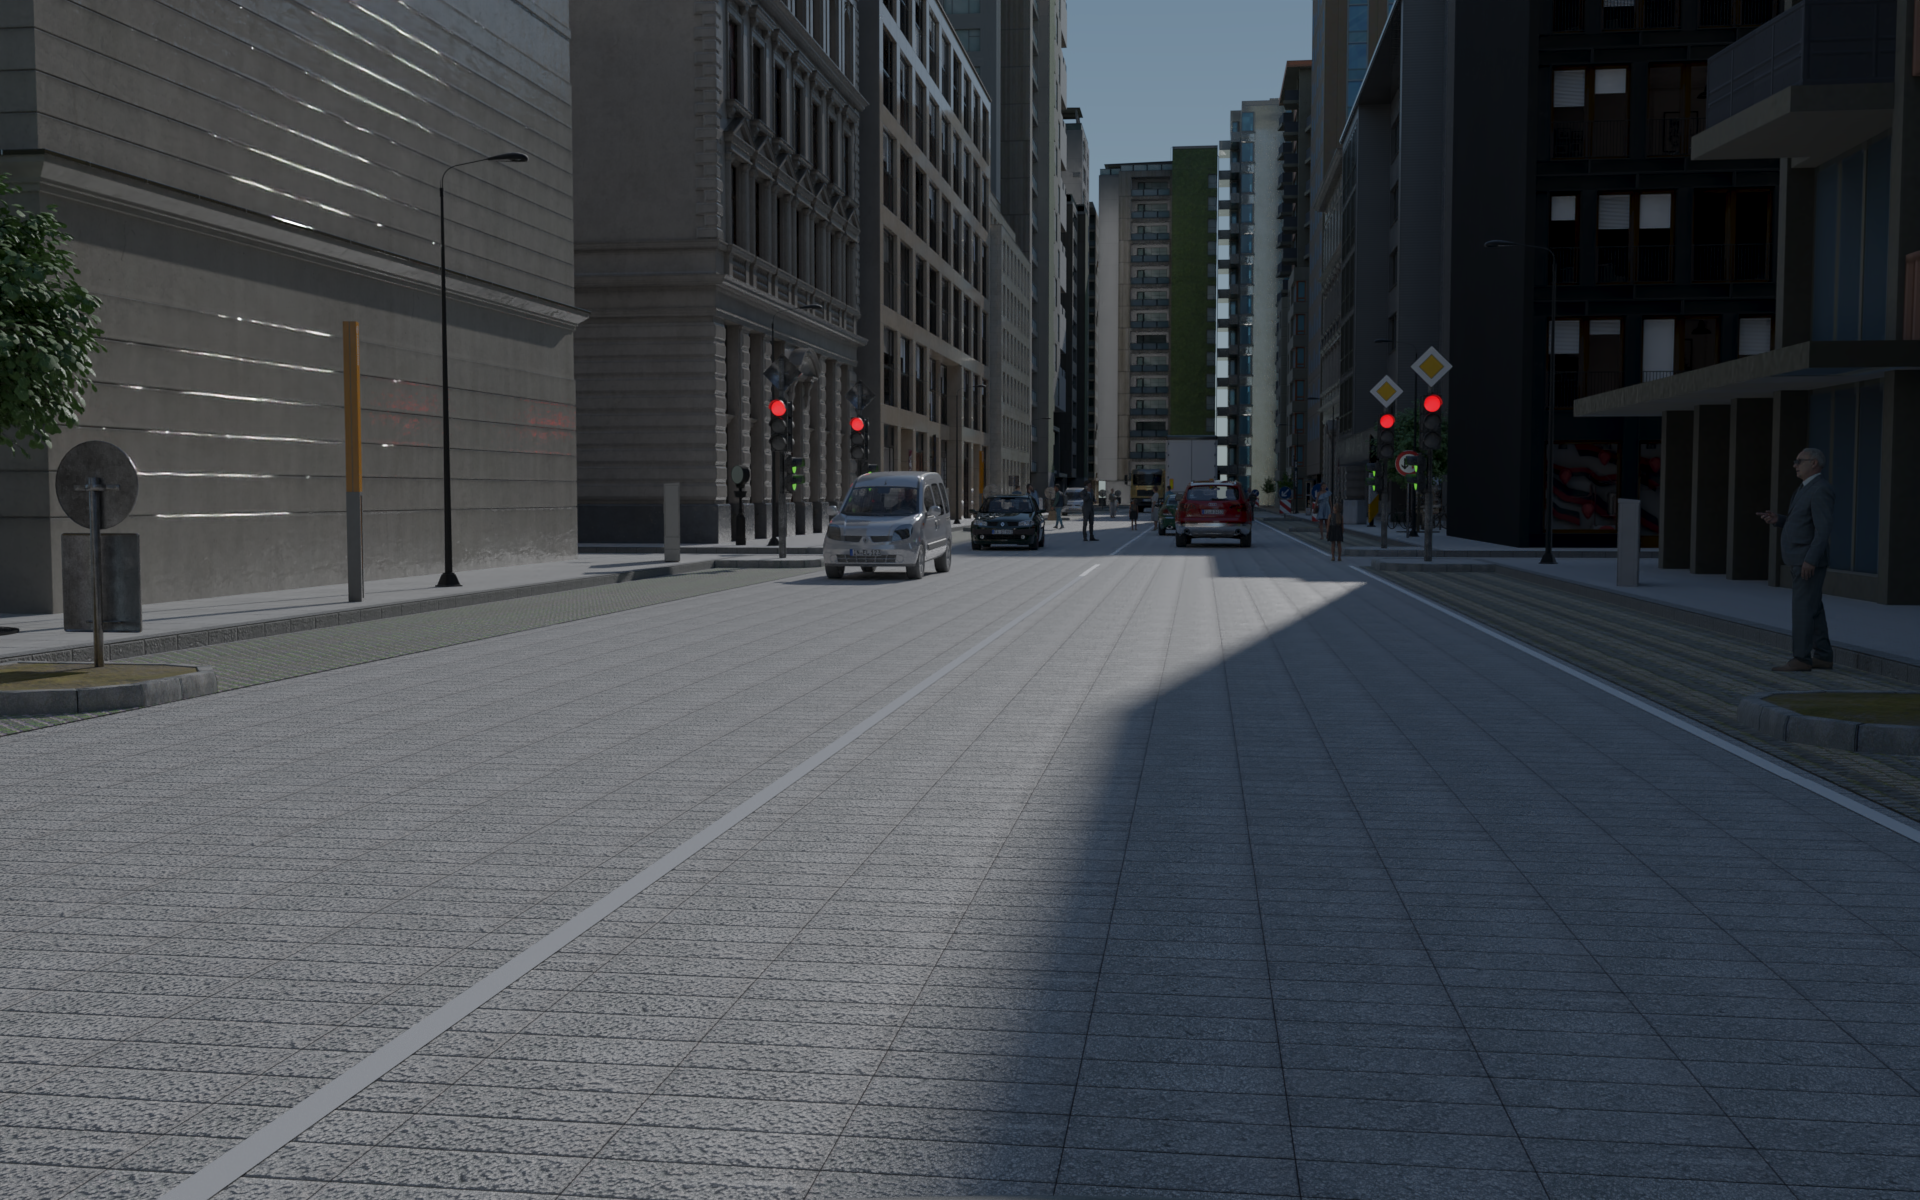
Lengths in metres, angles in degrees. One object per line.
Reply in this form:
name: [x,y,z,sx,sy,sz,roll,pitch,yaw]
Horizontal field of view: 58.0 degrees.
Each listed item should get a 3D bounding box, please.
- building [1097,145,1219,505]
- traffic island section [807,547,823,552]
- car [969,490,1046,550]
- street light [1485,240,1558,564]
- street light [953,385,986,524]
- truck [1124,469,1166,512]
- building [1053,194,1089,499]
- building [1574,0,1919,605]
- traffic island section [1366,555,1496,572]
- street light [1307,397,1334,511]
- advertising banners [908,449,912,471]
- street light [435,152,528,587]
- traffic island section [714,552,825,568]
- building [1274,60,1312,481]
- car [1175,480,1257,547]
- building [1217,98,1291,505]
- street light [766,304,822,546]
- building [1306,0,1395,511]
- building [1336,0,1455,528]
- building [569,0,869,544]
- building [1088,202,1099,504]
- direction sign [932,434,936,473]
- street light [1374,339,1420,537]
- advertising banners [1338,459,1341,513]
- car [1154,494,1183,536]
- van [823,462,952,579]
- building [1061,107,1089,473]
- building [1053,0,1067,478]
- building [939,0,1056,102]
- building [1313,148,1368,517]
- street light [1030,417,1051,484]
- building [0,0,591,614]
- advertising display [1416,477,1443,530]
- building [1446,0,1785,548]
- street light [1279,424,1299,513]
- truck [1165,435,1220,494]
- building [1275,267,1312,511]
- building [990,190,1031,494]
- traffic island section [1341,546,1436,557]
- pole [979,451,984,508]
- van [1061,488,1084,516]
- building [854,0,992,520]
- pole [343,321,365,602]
building: [23.610,-32.001,206.803,14.086,41.232,14.154,0,4,8]
traffic island section: [-2.481,-1.247,42.662,2.009,0.180,2.903,0,4,8]
car: [1.288,-2.187,45.542,2.009,1.686,4.222,0,4,6]
street light: [10.299,-3.624,31.796,1.470,5.913,1.316,0,4,8]
street light: [0.406,-6.192,73.782,1.470,5.913,1.316,0,4,8]
truck: [14.778,-8.522,135.254,3.469,3.379,9.791,1,4,9]
building: [4.866,-24.151,166.574,14.160,30.474,14.107,0,4,8]
building: [19.894,-22.034,14.888,22.147,44.769,28.867,0,4,8]
traffic island section: [8.943,-0.657,33.018,2.009,0.180,2.903,0,4,8]
street light: [17.336,-6.763,83.122,1.470,5.913,1.316,0,4,8]
advertising banners: [-2.112,-4.309,66.644,0.090,3.025,2.074,1,4,14]
street light: [-6.559,-3.134,23.777,1.470,5.913,1.316,0,4,8]
traffic island section: [-3.578,-0.763,34.752,2.009,0.180,2.903,0,4,8]
building: [42.996,-31.700,172.920,22.147,44.769,28.867,0,4,8]
car: [7.088,-2.413,48.128,2.281,1.827,5.304,1,4,10]
building: [46.319,-35.999,208.197,30.456,49.044,23.786,0,4,8]
street light: [-4.069,-4.287,42.637,1.470,5.913,1.316,0,4,8]
building: [32.338,-28.927,123.065,14.600,45.320,14.200,0,4,8]
building: [25.468,-15.855,78.290,14.314,24.678,30.058,0,4,8]
building: [-9.694,-13.750,53.687,11.050,23.489,19.941,0,4,8]
building: [5.871,-32.203,218.392,23.993,40.220,32.217,0,4,8]
direction sign: [-0.981,-4.532,66.097,0.379,3.537,0.876,0,4,-8]
street light: [13.093,-4.856,51.944,1.470,5.913,1.316,0,4,8]
advertising banners: [16.774,-4.917,76.577,0.090,3.025,2.074,1,4,10]
car: [7.927,-3.023,61.216,2.131,1.459,4.920,0,4,6]
van: [-1.226,-1.439,30.539,2.013,2.044,4.112,1,4,9]
building: [6.676,-30.738,186.159,14.086,41.232,14.154,0,4,8]
building: [-5.233,-34.056,146.052,28.713,52.752,27.495,0,4,8]
building: [-0.718,-26.987,124.831,14.154,41.232,14.086,0,4,8]
building: [27.351,-16.821,103.903,11.050,23.489,19.941,0,4,8]
street light: [4.805,-8.098,104.938,1.470,5.913,1.316,0,4,8]
building: [-29.830,-15.406,28.302,44.131,29.872,17.030,0,4,8]
advertising display: [16.649,-3.449,61.600,0.974,1.923,0.123,1,4,21]
building: [21.978,-13.201,45.517,15.834,23.373,12.332,0,4,8]
street light: [21.741,-8.681,114.470,1.470,5.913,1.316,0,4,8]
truck: [11.851,-6.073,88.211,2.839,4.237,11.283,1,4,8]
building: [41.081,-18.326,144.673,27.650,21.520,28.899,0,4,8]
building: [-1.645,-15.421,106.887,10.420,20.320,16.860,0,4,8]
traffic island section: [10.040,-1.140,40.927,2.009,0.180,2.903,0,4,8]
pole: [1.009,-5.378,81.778,0.158,3.312,0.155,0,3,0]
van: [7.613,-6.569,114.421,2.013,2.044,4.112,0,4,7]
building: [-10.136,-16.971,81.988,19.350,26.468,34.151,0,4,8]
pole: [-7.201,-1.635,20.570,0.158,3.312,0.155,0,3,0]
